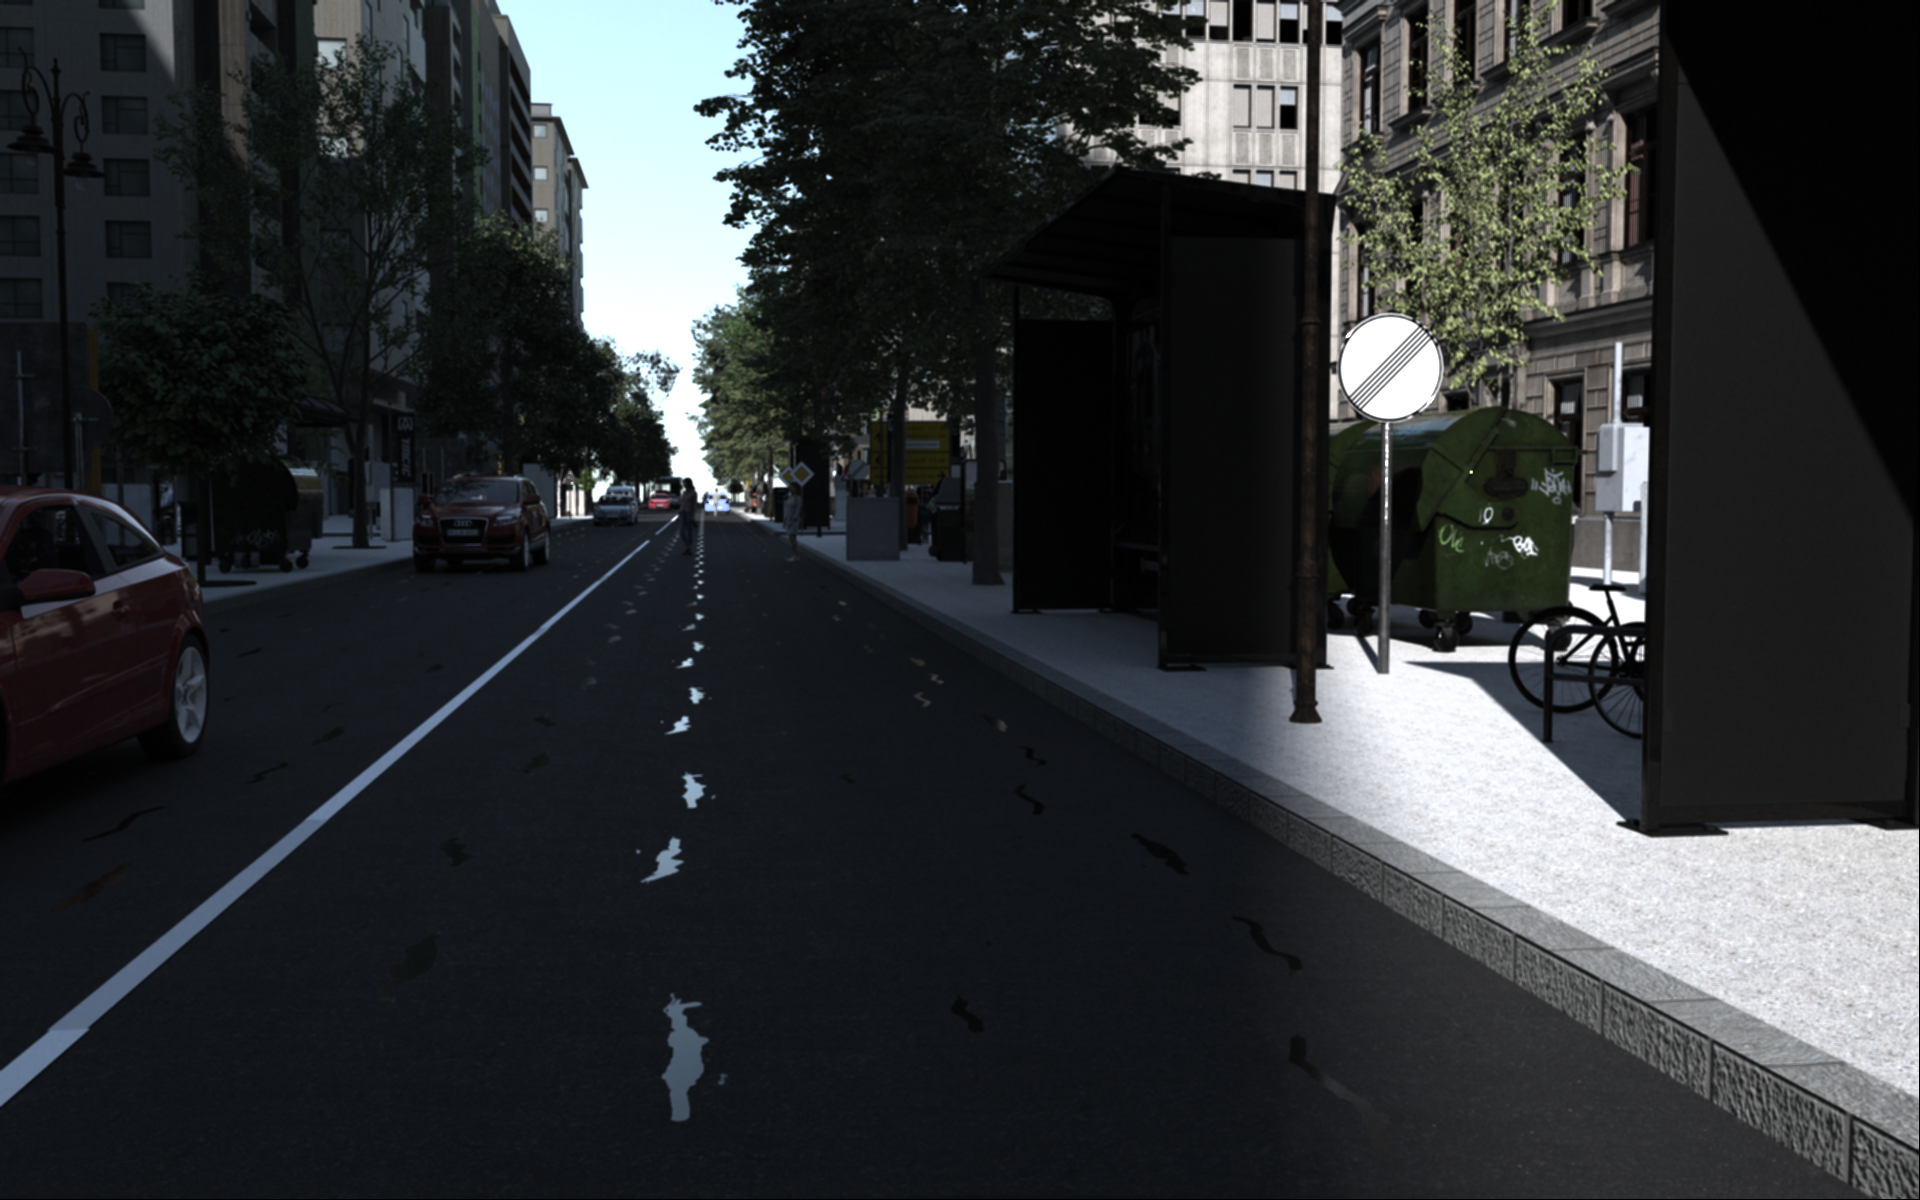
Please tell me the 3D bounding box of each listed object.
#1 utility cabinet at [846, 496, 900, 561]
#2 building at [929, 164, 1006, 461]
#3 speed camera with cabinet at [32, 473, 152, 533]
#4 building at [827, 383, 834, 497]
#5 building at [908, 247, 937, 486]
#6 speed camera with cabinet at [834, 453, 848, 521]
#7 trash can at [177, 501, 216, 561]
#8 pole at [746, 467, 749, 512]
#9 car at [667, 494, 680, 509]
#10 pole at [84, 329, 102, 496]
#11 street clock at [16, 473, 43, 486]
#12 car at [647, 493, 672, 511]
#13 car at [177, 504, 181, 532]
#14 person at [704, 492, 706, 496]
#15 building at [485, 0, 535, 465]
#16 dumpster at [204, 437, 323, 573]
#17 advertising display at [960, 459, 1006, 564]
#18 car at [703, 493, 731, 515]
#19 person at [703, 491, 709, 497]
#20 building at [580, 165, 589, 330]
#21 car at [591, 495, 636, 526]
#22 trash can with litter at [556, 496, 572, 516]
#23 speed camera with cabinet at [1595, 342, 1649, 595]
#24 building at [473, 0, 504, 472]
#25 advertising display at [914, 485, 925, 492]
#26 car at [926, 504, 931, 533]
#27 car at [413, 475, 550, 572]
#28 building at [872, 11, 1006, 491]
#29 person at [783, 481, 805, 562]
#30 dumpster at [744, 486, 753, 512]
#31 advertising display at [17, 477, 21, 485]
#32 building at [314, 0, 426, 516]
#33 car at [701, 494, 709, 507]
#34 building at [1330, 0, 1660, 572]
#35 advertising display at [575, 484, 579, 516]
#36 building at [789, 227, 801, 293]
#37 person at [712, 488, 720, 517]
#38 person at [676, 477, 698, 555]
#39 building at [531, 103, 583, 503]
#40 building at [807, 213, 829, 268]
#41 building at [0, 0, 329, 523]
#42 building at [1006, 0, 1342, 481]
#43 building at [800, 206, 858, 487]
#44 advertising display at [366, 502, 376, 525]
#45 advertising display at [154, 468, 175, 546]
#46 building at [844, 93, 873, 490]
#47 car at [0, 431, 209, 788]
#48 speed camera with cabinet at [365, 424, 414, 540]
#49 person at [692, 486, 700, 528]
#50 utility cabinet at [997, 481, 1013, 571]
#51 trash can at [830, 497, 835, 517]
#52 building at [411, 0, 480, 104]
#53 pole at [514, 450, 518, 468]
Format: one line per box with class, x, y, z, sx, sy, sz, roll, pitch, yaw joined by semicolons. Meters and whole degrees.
utility cabinet;-1.685;-1.364;33.457;1.020;1.237;0.306;0;4;-6
building;5.979;-16.069;104.526;13.314;21.916;24.055;-1;4;-8
speed camera with cabinet;-14.414;-2.097;28.624;0.660;3.252;2.038;2;4;24
building;-12.923;-28.542;238.363;14.160;30.474;14.107;-1;4;-8
building;2.401;-17.786;126.960;11.583;22.565;21.152;-1;4;-8
speed camera with cabinet;-5.726;-5.441;83.297;0.660;3.252;2.038;0;4;-4
trash can;-14.664;-1.326;33.334;0.748;1.137;0.748;0;3;0
pole;-15.303;-8.012;124.844;0.158;3.312;0.155;0;3;0
car;-27.369;-9.224;162.603;2.131;1.459;4.920;-1;4;-9
pole;-10.829;-1.697;21.595;0.158;3.312;0.155;0;3;0
street clock;-14.281;-1.348;26.604;0.358;2.002;0.471;1;4;9
car;-25.601;-8.467;147.483;2.155;1.783;4.494;-1;4;-10
car;-26.620;-2.523;53.614;4.827;1.381;2.083;0;4;-8
person;-35.956;-14.390;244.687;0.541;1.710;0.530;1;4;15
building;-53.372;-33.309;168.306;21.300;48.544;21.600;-1;4;-8
dumpster;-11.599;-1.613;28.873;1.502;2.255;1.985;-1;4;-8
advertising display;0.434;-1.639;32.007;0.974;1.923;0.123;-3;4;-36
car;-16.826;-6.755;120.042;1.945;1.707;3.694;-1;4;-8
person;-35.828;-14.528;245.665;1.348;1.869;0.705;-1;4;-15
building;-71.429;-41.210;263.026;28.713;52.752;27.495;-1;4;-8
car;-15.789;-4.104;79.098;2.014;1.417;4.499;-1;4;-9
trash can with litter;-22.725;-5.362;99.059;0.624;1.170;1.055;3;4;39
speed camera with cabinet;8.882;-1.692;22.008;0.660;3.252;2.038;-1;4;-10
building;-47.840;-30.645;151.160;14.600;45.320;14.200;-1;4;-8
advertising display;-2.347;-5.634;97.326;0.123;1.923;0.974;-2;4;-25
car;-0.339;-2.796;58.077;4.827;1.381;2.083;0;4;-7
car;-9.253;-1.535;33.777;2.281;1.827;5.304;0;4;-6
building;-0.833;-28.591;151.054;14.154;41.232;14.086;-1;4;-8
person;-3.547;-1.679;36.953;0.522;1.701;0.512;-3;4;-38
dumpster;-14.699;-7.167;122.931;1.264;1.857;1.865;-1;4;-8
advertising display;-25.125;-2.549;46.885;0.974;1.923;0.123;1;4;21
building;-49.473;-31.866;110.247;28.713;52.752;27.495;-1;4;-8
car;-27.303;-10.889;189.835;2.131;1.459;4.920;-1;4;-10
building;15.015;-10.329;33.511;10.561;19.102;19.286;-1;4;-8
advertising display;-22.536;-5.912;101.882;0.123;1.923;0.974;-1;4;-17
building;-16.733;-40.418;284.530;21.300;48.544;21.600;-1;4;-8
person;-15.074;-6.044;107.526;0.606;1.804;0.583;2;4;25
person;-6.445;-1.977;40.827;0.555;1.821;0.388;1;4;23
building;-67.648;-39.548;235.843;28.713;52.752;27.495;-1;4;-8
building;-15.314;-34.759;251.905;14.154;41.232;14.086;-1;4;-8
building;-37.393;-18.706;77.544;14.160;30.474;14.107;-1;4;-8
building;12.936;-15.981;79.309;19.932;24.808;12.078;-1;4;-8
building;-17.070;-37.656;265.791;14.600;45.320;14.200;-1;4;-8
advertising display;-24.396;-4.067;71.709;0.974;1.923;0.123;-1;4;-16
advertising display;-19.819;-2.322;43.173;0.123;1.923;0.974;0;4;-4
building;-0.103;-31.703;172.965;22.147;44.769;28.867;-1;4;-8
car;-4.897;0.070;7.902;2.155;1.783;4.494;0;4;-7
speed camera with cabinet;-16.076;-3.326;48.710;0.660;3.252;2.038;-3;5;-42
person;-11.232;-3.923;73.043;0.661;1.777;0.834;3;4;36
utility cabinet;0.968;-1.226;28.721;1.173;1.500;0.318;-1;4;-21
trash can;-7.548;-5.514;101.804;0.748;1.137;0.748;0;3;0
building;-45.832;-27.738;137.105;14.154;41.232;14.086;-1;4;-8
pole;-20.632;-5.304;80.566;0.158;3.312;0.155;0;3;0
